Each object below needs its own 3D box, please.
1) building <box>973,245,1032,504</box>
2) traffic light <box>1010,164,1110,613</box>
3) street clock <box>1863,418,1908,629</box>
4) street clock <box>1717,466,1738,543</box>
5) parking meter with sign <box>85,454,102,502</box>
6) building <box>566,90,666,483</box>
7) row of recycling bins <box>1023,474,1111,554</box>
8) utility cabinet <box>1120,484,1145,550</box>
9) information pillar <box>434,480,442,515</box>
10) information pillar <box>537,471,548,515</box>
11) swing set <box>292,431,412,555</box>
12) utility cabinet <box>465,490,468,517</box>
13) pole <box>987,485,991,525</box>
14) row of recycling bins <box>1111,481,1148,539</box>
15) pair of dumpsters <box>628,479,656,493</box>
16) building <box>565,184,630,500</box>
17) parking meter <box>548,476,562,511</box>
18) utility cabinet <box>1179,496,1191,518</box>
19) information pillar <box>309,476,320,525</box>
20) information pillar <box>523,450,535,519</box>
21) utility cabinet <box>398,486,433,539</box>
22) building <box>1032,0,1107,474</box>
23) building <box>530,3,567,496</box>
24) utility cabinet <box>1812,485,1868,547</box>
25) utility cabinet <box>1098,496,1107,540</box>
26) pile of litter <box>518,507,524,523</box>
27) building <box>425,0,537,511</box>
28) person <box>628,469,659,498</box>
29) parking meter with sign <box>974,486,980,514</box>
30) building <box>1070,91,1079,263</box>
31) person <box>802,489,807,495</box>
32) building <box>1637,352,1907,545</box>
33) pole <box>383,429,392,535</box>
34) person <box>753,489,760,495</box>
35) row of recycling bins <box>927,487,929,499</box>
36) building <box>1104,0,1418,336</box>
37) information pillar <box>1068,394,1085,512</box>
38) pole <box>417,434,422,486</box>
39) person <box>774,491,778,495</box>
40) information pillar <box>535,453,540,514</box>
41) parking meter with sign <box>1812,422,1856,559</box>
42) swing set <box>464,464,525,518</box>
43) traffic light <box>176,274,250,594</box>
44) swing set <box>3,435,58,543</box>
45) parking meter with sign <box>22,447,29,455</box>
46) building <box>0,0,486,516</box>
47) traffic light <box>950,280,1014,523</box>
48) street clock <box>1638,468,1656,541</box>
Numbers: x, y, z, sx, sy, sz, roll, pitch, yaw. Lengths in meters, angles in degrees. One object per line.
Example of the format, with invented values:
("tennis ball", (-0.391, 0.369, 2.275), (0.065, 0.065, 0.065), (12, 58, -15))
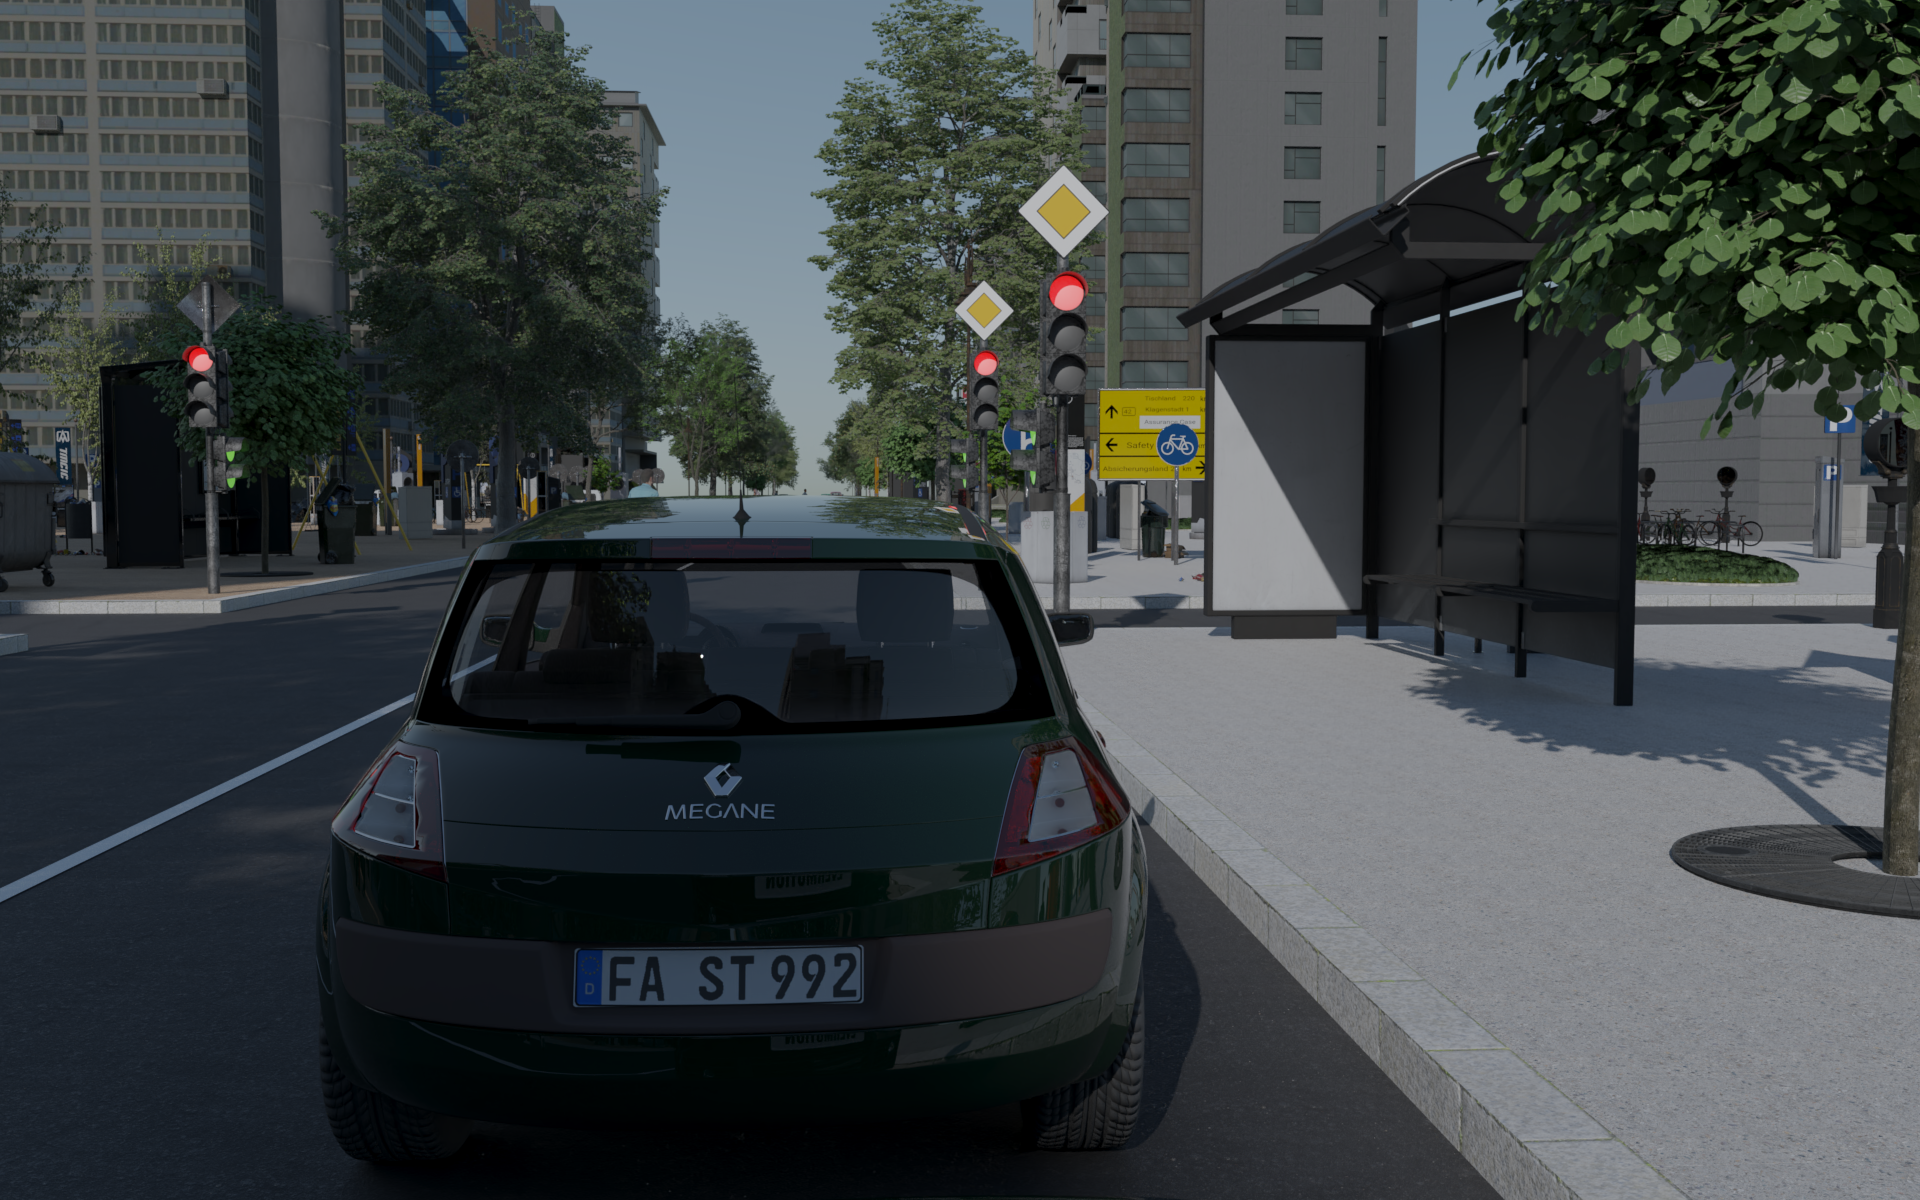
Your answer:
("building", (14.550, -33.897, 246.101), (32.217, 40.220, 23.993), (0, 4, -4))
("traffic light", (0.864, -1.592, 14.945), (0.839, 4.253, 0.868), (0, 4, -4))
("street clock", (8.859, -0.728, 16.477), (0.471, 2.002, 0.358), (0, 4, -6))
("street clock", (20.043, -2.490, 45.288), (0.471, 2.002, 0.358), (2, 4, 34))
("parking meter with sign", (-37.931, -4.907, 76.487), (0.543, 3.016, 1.738), (0, 4, -4))
("building", (-54.401, -39.191, 230.015), (28.713, 52.752, 27.495), (0, 4, -4))
("row of recycling bins", (2.210, -1.823, 36.921), (1.069, 1.692, 3.534), (1, 4, 19))
("utility cabinet", (3.982, -1.914, 39.981), (0.318, 1.500, 1.173), (0, 4, -8))
("information pillar", (-28.085, -5.430, 93.266), (0.304, 2.012, 0.304), (1, 4, 11))
("information pillar", (-13.221, -3.079, 54.827), (0.304, 2.012, 0.304), (-1, 4, -8))
("swing set", (-13.985, -2.463, 37.894), (2.862, 2.851, 3.119), (0, 4, 4))
("utility cabinet", (-27.581, -5.318, 95.635), (0.318, 1.500, 1.173), (-3, 5, -40))
("pole", (1.087, -4.401, 65.807), (0.158, 3.312, 0.155), (0, 3, 0))
("row of recycling bins", (4.826, -2.673, 50.822), (1.069, 1.692, 3.534), (0, 4, -2))
("pair of dumpsters", (-17.088, -5.488, 92.226), (1.574, 2.255, 4.437), (0, 4, -4))
("building", (-53.077, -31.311, 203.820), (32.217, 40.220, 23.993), (0, 4, -4))
("parking meter", (-13.280, -3.125, 56.806), (0.399, 1.863, 0.255), (0, 4, 2))
("utility cabinet", (9.761, -3.907, 75.041), (1.020, 1.237, 0.306), (-3, 5, -43))
("information pillar", (-26.857, -4.137, 72.136), (0.304, 2.012, 0.304), (3, 5, 41))
("information pillar", (-19.696, -5.350, 78.834), (0.183, 3.616, 0.504), (1, 4, 15))
("utility cabinet", (-15.476, -2.478, 49.194), (0.318, 1.500, 1.173), (1, 4, 18))
("building", (20.932, -34.105, 146.851), (28.713, 52.752, 27.495), (0, 4, -4))
("building", (-39.981, -27.937, 140.358), (14.154, 41.232, 14.086), (0, 4, -4))
("utility cabinet", (21.178, -2.020, 41.700), (0.318, 1.500, 1.173), (-2, 4, -31))
("utility cabinet", (3.676, -2.267, 48.229), (0.306, 1.237, 1.020), (3, 5, 39))
("pile of litter", (-15.892, -3.021, 63.352), (1.176, 0.858, 1.719), (1, 4, 9))
("building", (-39.298, -29.114, 126.130), (14.600, 45.320, 14.200), (0, 4, -4))
("person", (-4.913, -1.106, 26.597), (0.660, 1.820, 0.620), (1, 4, 22))
("parking meter with sign", (0.627, -5.574, 87.403), (0.543, 3.016, 1.738), (0, 4, -1))
("building", (14.805, -21.676, 126.099), (14.160, 30.474, 14.107), (0, 4, -4))
("person", (-11.426, -7.317, 128.118), (0.705, 1.826, 1.348), (-3, 5, -41))
("building", (35.150, -31.093, 50.364), (28.212, 58.520, 21.231), (0, 4, -4))
("pole", (-17.884, -3.686, 54.101), (0.158, 3.312, 0.155), (0, 3, 0))
("person", (-11.733, -5.538, 99.714), (0.551, 1.740, 0.621), (2, 4, 25))
("row of recycling bins", (-1.656, -5.394, 95.298), (1.069, 1.692, 3.534), (1, 4, 15))
("building", (14.162, -19.346, 88.012), (14.160, 30.474, 14.107), (0, 4, -4))
("information pillar", (2.064, -2.500, 32.230), (0.504, 3.616, 0.183), (0, 4, -3))
("pole", (-18.470, -3.999, 59.224), (0.158, 3.312, 0.155), (0, 3, 0))
("person", (-19.562, -10.787, 184.956), (0.705, 1.814, 1.350), (2, 4, 27))
("information pillar", (-19.603, -5.408, 79.767), (0.504, 3.616, 0.183), (-3, 5, -40))
("parking meter with sign", (17.478, -2.356, 34.781), (0.543, 3.016, 1.738), (1, 4, 17))
("swing set", (-24.477, -5.707, 90.933), (3.119, 2.851, 2.862), (0, 4, -4))
("traffic light", (-9.590, -2.035, 22.192), (0.839, 4.253, 0.868), (0, 4, -4))
("swing set", (-25.365, -2.852, 44.243), (2.862, 2.851, 3.119), (0, 4, 3))
("parking meter with sign", (-34.793, -4.124, 63.696), (0.543, 3.016, 1.738), (-1, 4, -10))
("building", (-46.514, -25.362, 106.553), (32.217, 40.220, 23.993), (0, 4, -4))
("traffic light", (0.295, -2.079, 22.910), (0.839, 4.253, 0.868), (0, 4, -4))
("street clock", (18.740, -2.615, 47.320), (0.471, 2.002, 0.358), (-2, 4, -29))
